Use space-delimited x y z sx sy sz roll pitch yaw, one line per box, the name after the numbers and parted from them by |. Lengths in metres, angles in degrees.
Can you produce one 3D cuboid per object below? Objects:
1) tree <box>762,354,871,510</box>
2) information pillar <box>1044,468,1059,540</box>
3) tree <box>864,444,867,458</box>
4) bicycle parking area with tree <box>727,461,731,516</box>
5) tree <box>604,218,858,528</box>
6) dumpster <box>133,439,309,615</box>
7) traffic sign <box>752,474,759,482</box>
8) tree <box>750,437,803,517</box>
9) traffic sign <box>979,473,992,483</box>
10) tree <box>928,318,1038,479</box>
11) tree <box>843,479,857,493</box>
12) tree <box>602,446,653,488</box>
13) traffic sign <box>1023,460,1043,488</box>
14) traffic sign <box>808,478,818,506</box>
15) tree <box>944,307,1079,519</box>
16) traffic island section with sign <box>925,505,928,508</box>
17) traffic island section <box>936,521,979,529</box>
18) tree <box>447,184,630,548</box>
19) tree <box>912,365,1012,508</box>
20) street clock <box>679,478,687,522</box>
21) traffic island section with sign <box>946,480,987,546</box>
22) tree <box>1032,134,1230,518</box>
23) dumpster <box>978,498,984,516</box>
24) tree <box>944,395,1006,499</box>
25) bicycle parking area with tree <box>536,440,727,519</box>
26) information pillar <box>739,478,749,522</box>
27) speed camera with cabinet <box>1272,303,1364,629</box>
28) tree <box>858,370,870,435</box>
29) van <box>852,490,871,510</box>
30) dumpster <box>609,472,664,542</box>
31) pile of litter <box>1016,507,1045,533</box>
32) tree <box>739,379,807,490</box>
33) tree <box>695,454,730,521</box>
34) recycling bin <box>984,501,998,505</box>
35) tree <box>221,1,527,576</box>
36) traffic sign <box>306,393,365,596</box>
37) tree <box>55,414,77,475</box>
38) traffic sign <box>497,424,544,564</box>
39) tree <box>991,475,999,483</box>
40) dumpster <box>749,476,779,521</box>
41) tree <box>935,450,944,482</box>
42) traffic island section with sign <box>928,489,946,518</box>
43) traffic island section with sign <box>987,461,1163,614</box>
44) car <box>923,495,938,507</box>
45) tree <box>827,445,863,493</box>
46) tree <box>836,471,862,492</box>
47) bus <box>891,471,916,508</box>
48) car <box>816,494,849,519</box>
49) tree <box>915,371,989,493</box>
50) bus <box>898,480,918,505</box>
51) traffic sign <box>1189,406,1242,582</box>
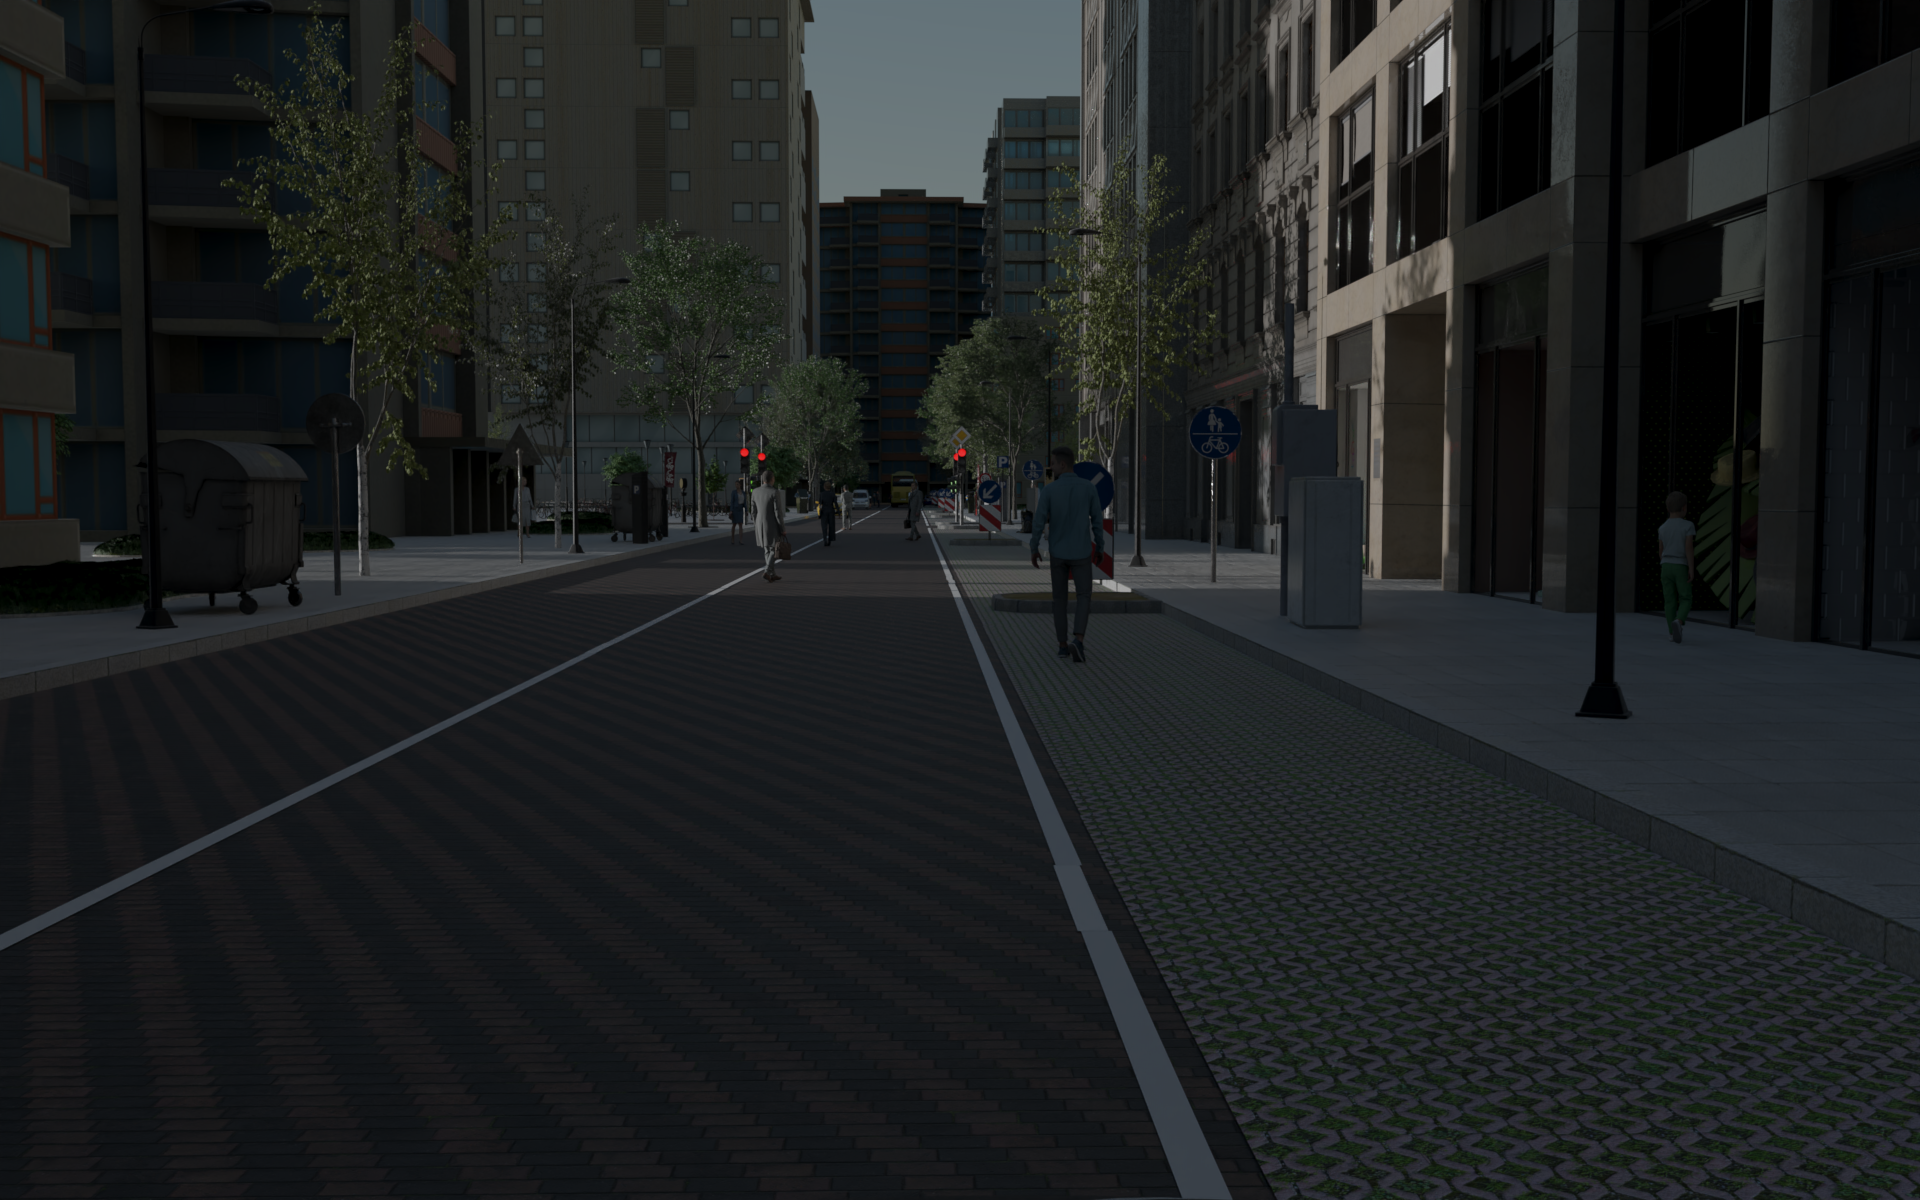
-11.848 -13.797 142.596 9.611 12.733 9.660 0 3 0 | tree
2.547 -2.662 48.015 0.304 2.012 0.304 2 4 35 | information pillar
-14.378 -17.218 231.869 4.360 8.622 3.978 0 3 0 | tree
-17.450 -7.041 102.117 9.016 4.147 8.231 0 4 -1 | bicycle parking area with tree
-9.973 -8.578 66.012 9.928 11.665 9.643 0 3 0 | tree
-8.083 -0.811 19.019 1.264 1.857 1.865 0 4 -1 | dumpster
-10.181 -5.198 87.124 0.606 2.300 0.079 0 4 7 | traffic sign
-10.606 -7.038 98.783 4.285 4.588 4.351 0 3 0 | tree
1.513 -6.302 103.149 0.768 2.556 0.104 0 4 6 | traffic sign
1.500 -11.836 111.652 7.486 12.596 7.792 0 3 0 | tree
-12.985 -13.027 207.588 1.663 3.219 1.824 0 3 0 | tree
-22.477 -8.147 116.920 4.285 4.588 4.351 0 3 0 | tree
2.710 -3.926 64.293 0.768 2.556 0.104 0 4 3 | traffic sign
-11.300 -8.144 133.268 0.768 2.556 0.104 0 4 2 | traffic sign
2.529 -9.339 87.112 8.767 10.594 7.601 3 5 43 | tree
-1.473 -7.535 131.821 1.989 1.847 2.006 0 4 -1 | traffic island section with sign
-0.111 -3.499 79.491 2.009 0.180 2.903 0 4 -1 | traffic island section
-9.753 -5.555 41.195 4.360 8.622 3.978 0 3 0 | tree
0.566 -15.365 161.592 12.009 13.543 11.850 0 3 0 | tree
-12.527 -4.520 78.477 0.358 2.002 0.471 -2 4 -28 | street clock
0.698 -2.439 48.509 1.989 1.847 2.006 0 4 -1 | traffic island section with sign
3.331 -5.275 36.611 4.737 8.622 4.395 0 3 0 | tree
1.627 -5.511 95.860 1.264 1.857 1.865 0 4 -1 | dumpster
1.836 -10.410 120.560 4.360 8.622 3.978 0 3 0 | tree
-18.753 -6.454 92.533 8.231 4.147 9.016 3 4 37 | bicycle parking area with tree
-10.023 -4.641 80.369 0.304 2.012 0.304 2 4 31 | information pillar
3.581 -1.409 17.368 0.660 3.252 2.038 0 4 2 | speed camera with cabinet
-10.781 -12.309 127.015 9.928 11.665 9.643 0 3 0 | tree
-9.200 -9.345 159.800 2.013 2.044 4.112 0 4 -2 | van
-8.742 -2.511 46.813 1.264 1.857 1.865 0 4 -2 | dumpster
2.425 -2.623 56.856 1.176 0.858 1.719 0 4 4 | pile of litter
-11.634 -9.751 109.791 4.360 8.622 3.978 0 3 0 | tree
-11.776 -5.436 83.474 1.663 3.219 1.824 0 3 0 | tree
1.760 -4.833 91.579 0.722 1.027 0.722 -2 4 -27 | recycling bin
-9.109 -4.685 26.958 4.737 8.622 4.395 0 3 0 | tree
-7.869 -1.329 21.831 0.768 2.556 0.104 0 4 4 | traffic sign
-23.251 -3.567 42.032 4.285 4.588 4.351 0 3 0 | tree
-8.100 -1.952 31.925 0.884 2.594 0.081 0 4 5 | traffic sign
2.584 -9.708 153.327 1.663 3.219 1.824 0 3 0 | tree
-9.625 -5.021 84.587 1.502 2.255 1.985 0 4 -2 | dumpster
-0.885 -15.208 199.012 4.360 8.622 3.978 0 3 0 | tree
-0.759 -5.868 104.562 1.989 1.847 2.006 0 4 -1 | traffic island section with sign
1.404 -0.791 21.563 1.989 1.847 2.006 0 4 -1 | traffic island section with sign
-3.188 -10.791 189.017 1.945 1.354 3.894 0 4 -3 | car
-13.328 -15.027 196.057 4.360 8.622 3.978 0 3 0 | tree
-13.614 -14.030 213.110 4.285 4.588 4.351 0 3 0 | tree
-6.119 -11.969 187.243 2.896 3.916 12.252 0 4 -2 | bus
-7.417 -5.588 101.587 2.015 1.641 3.980 0 4 -1 | car
0.106 -13.423 145.214 9.928 11.665 9.643 0 3 0 | tree
-6.856 -14.017 224.039 2.948 3.499 13.247 0 4 -3 | bus
3.683 -1.528 25.095 0.768 2.556 0.104 0 4 -1 | traffic sign
